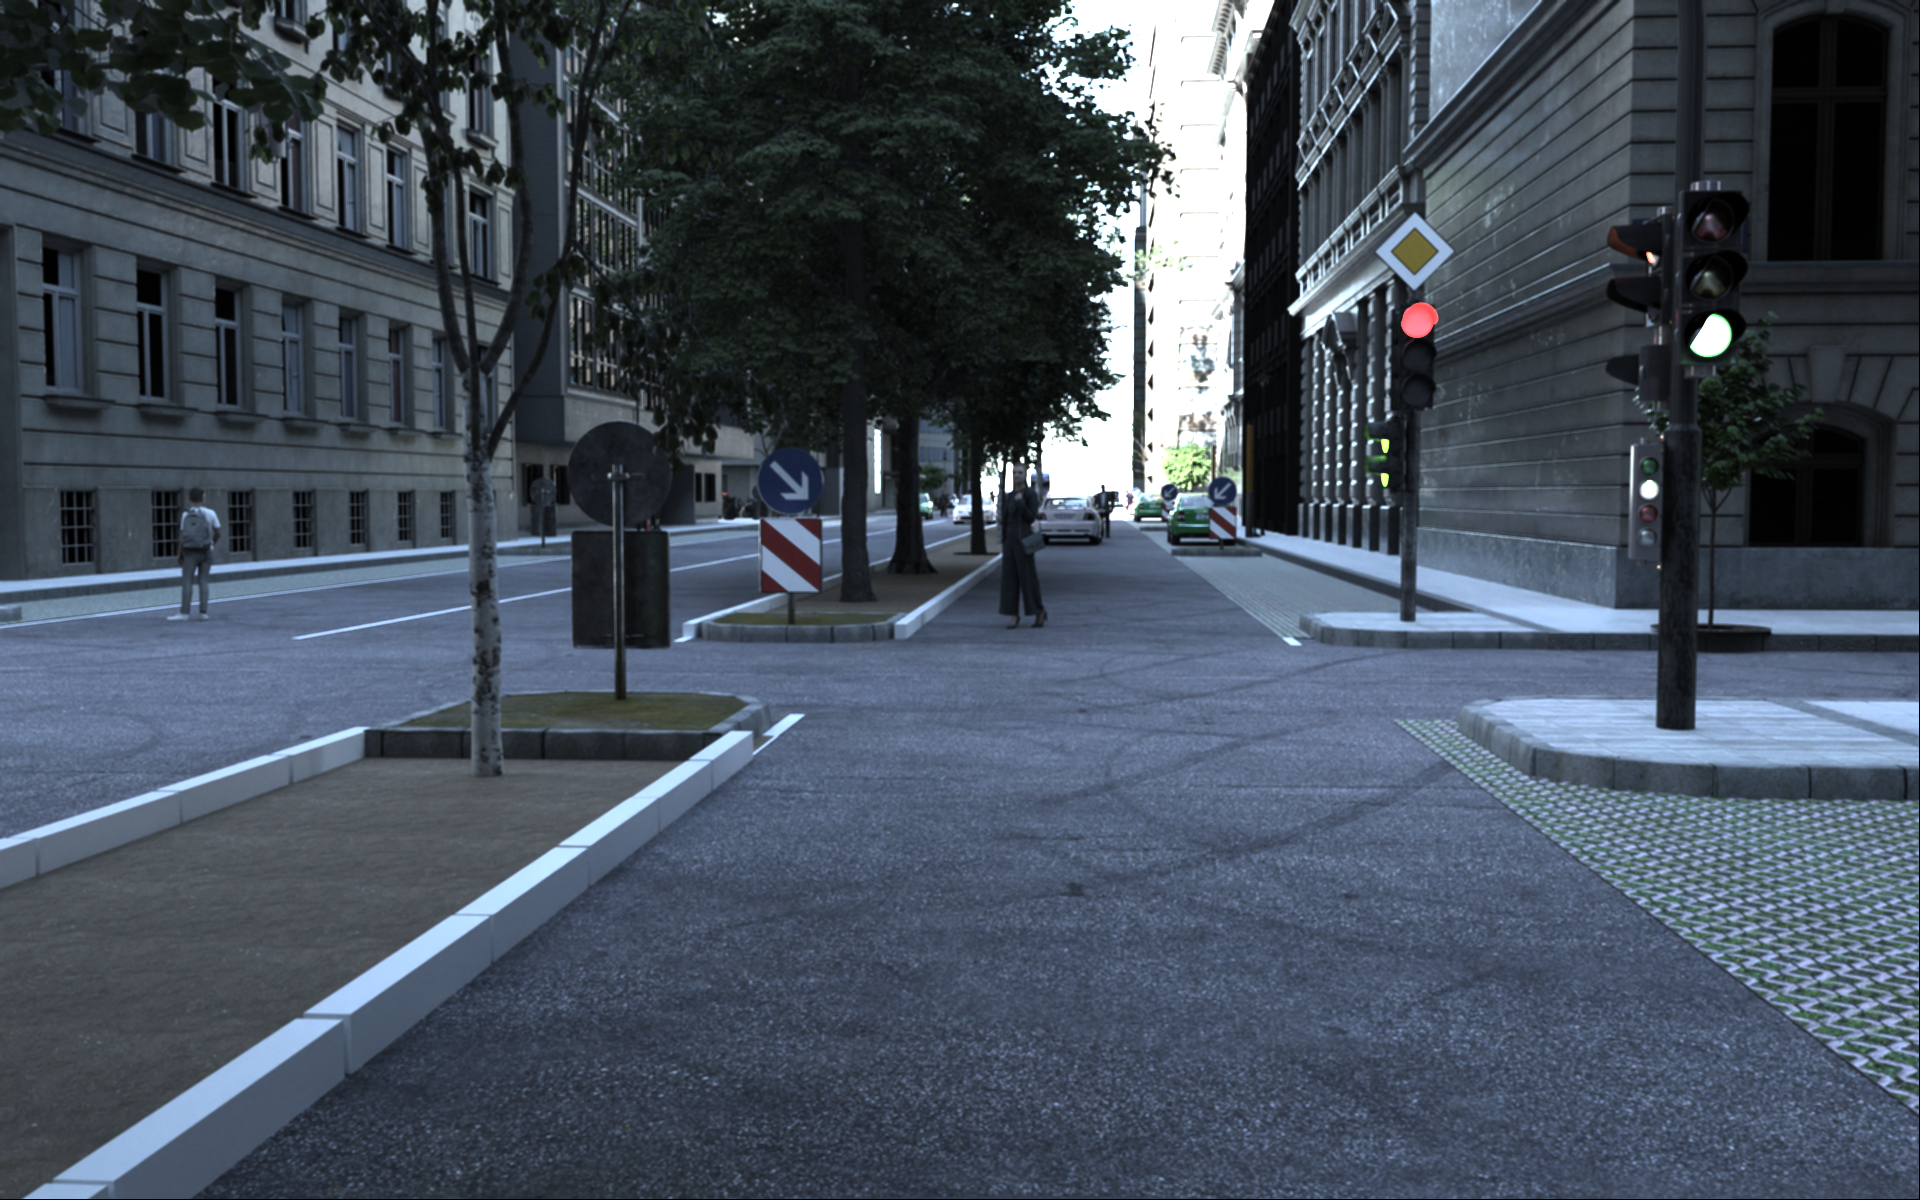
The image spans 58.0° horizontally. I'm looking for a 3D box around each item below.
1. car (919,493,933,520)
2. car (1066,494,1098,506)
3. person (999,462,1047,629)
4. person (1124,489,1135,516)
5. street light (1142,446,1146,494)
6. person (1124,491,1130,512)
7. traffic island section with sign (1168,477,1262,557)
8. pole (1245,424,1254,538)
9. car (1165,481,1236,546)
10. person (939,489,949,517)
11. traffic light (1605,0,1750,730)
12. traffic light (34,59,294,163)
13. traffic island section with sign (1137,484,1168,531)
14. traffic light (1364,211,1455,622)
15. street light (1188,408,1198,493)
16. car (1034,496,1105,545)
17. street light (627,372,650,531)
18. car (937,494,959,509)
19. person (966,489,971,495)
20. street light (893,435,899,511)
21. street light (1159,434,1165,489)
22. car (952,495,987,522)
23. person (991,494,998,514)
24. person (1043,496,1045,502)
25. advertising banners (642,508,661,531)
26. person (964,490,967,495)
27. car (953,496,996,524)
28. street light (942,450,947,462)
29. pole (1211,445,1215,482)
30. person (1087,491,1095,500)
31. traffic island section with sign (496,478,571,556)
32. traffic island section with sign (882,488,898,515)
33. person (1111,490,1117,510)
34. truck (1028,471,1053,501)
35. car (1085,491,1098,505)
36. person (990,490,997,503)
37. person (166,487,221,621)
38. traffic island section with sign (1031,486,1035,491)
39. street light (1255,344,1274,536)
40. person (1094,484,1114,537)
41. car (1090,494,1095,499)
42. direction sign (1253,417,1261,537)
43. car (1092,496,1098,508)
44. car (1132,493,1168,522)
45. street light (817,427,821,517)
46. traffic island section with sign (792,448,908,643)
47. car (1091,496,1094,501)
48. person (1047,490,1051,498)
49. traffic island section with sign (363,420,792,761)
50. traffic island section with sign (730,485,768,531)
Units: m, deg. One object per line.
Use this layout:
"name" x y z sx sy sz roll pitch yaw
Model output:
"car" -2.471 -5.394 96.980 1.959 1.807 4.718 0 4 2
"car" 5.995 -4.635 87.579 2.131 1.459 4.920 0 4 5
"person" 0.652 -0.589 18.557 0.576 1.772 0.534 2 4 29
"person" 11.048 -6.371 113.118 0.683 1.767 0.568 0 4 -2
"street light" 17.858 -11.922 167.706 0.468 5.910 1.993 0 4 4
"person" 13.590 -7.962 139.508 0.721 1.723 1.217 -2 4 -35
"traffic island section with sign" 5.946 -1.940 40.350 1.989 1.847 2.006 0 4 4
"pole" 8.508 -3.488 50.865 0.158 3.312 0.155 0 3 0
"car" 6.851 -2.481 49.366 1.959 1.807 4.718 0 4 4
"person" -0.978 -6.151 109.625 0.434 1.755 0.990 -3 4 -37
"traffic light" 1.811 -2.126 9.433 4.771 5.953 1.251 0 4 4
"traffic light" -9.518 -2.678 18.455 4.771 5.953 1.251 0 4 4
"traffic island section with sign" 7.984 -3.584 67.229 1.989 1.847 2.006 0 4 4
"traffic light" 4.506 -1.741 17.379 0.839 4.253 0.868 0 4 4
"street light" 12.277 -7.258 91.461 0.468 5.910 1.993 0 4 4
"car" 3.153 -2.314 50.193 2.083 1.381 4.827 0 4 6
"street light" -10.697 -5.182 57.506 0.468 5.910 1.993 0 4 4
"car" -1.056 -8.939 155.940 2.009 1.686 4.222 0 4 4
"person" 0.769 -8.119 141.332 1.350 1.814 0.705 -2 4 -34
"street light" -4.923 -9.847 133.778 0.468 5.910 1.993 0 4 4
"street light" 15.097 -9.596 129.686 0.468 5.910 1.993 0 4 4
"car" 0.626 -4.811 90.656 2.014 1.417 4.499 0 4 2
"person" 2.794 -7.006 123.763 1.217 1.743 0.721 1 4 11
"person" 4.533 -5.599 100.056 0.705 1.823 1.348 -3 4 -36
"advertising banners" -10.232 -3.706 56.776 0.090 3.025 2.074 1 4 12
"person" 0.620 -8.406 146.653 0.721 1.743 1.217 1 4 18
"car" 0.740 -4.348 83.448 2.083 1.381 4.827 0 4 5
"street light" -1.554 -12.565 178.220 0.468 5.910 1.993 0 4 4
"pole" 10.601 -4.812 72.518 0.158 3.312 0.155 0 3 0
"person" 11.080 -8.540 148.843 1.217 1.735 0.721 -2 4 -28
"traffic island section with sign" -9.980 -1.975 40.927 1.989 1.847 2.006 0 4 4
"traffic island section with sign" -4.179 -6.662 117.558 1.989 1.847 2.006 0 4 4
"person" 13.505 -8.793 152.276 0.705 1.822 1.348 -1 4 -16
"truck" 9.745 -13.234 206.135 2.967 4.110 18.799 0 4 4
"car" 17.677 -13.754 233.548 2.281 1.827 5.304 0 4 4
"person" 2.725 -7.863 137.776 0.721 1.736 1.217 -2 4 -29
"person" -8.671 -0.521 19.617 0.523 1.515 0.503 1 4 14
"traffic island section with sign" 4.047 -5.162 92.540 2.006 1.907 1.989 0 4 4
"street light" 9.369 -4.934 53.452 0.468 5.910 1.993 0 4 4
"person" 4.723 -2.932 56.837 0.661 1.777 0.834 0 4 -1
"car" 15.646 -12.340 211.982 2.015 1.641 3.980 0 4 5
"direction sign" 8.785 -3.640 51.512 0.379 3.537 0.876 1 4 15
"car" 7.758 -5.870 108.550 1.945 1.354 3.894 0 4 6
"car" 9.849 -4.893 88.788 1.959 1.807 4.718 0 4 3
"street light" -7.824 -7.494 95.311 0.468 5.910 1.993 0 4 4
"traffic island section with sign" -1.609 -0.580 17.614 2.006 1.907 1.989 0 4 4
"car" 7.138 -5.522 102.280 2.014 1.417 4.499 0 4 6
"person" 6.471 -7.128 125.955 0.530 1.710 0.541 0 4 -4
"traffic island section with sign" -2.177 -0.128 10.228 2.006 1.907 1.989 0 4 4
"traffic island section with sign" -7.904 -3.643 68.188 1.989 1.847 2.006 0 4 4
